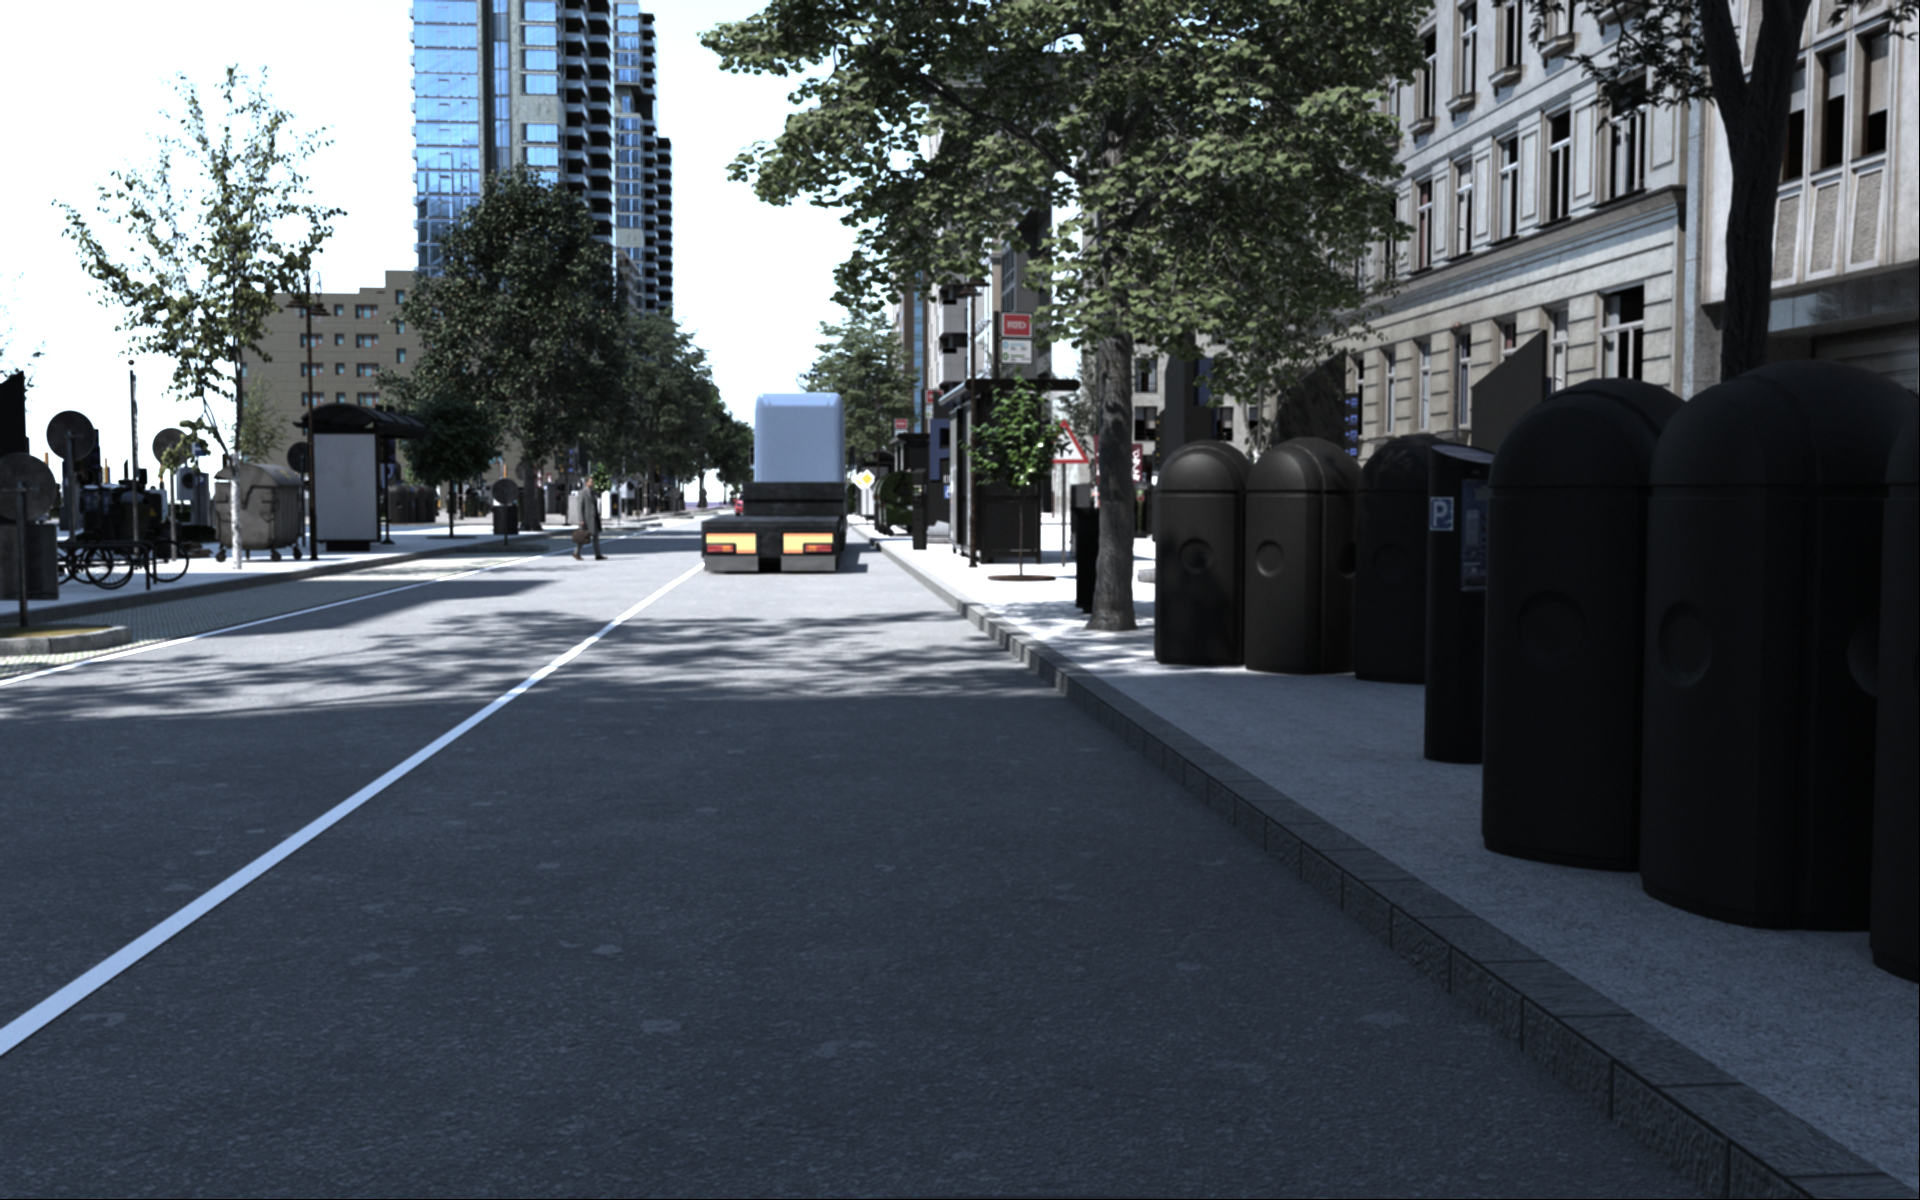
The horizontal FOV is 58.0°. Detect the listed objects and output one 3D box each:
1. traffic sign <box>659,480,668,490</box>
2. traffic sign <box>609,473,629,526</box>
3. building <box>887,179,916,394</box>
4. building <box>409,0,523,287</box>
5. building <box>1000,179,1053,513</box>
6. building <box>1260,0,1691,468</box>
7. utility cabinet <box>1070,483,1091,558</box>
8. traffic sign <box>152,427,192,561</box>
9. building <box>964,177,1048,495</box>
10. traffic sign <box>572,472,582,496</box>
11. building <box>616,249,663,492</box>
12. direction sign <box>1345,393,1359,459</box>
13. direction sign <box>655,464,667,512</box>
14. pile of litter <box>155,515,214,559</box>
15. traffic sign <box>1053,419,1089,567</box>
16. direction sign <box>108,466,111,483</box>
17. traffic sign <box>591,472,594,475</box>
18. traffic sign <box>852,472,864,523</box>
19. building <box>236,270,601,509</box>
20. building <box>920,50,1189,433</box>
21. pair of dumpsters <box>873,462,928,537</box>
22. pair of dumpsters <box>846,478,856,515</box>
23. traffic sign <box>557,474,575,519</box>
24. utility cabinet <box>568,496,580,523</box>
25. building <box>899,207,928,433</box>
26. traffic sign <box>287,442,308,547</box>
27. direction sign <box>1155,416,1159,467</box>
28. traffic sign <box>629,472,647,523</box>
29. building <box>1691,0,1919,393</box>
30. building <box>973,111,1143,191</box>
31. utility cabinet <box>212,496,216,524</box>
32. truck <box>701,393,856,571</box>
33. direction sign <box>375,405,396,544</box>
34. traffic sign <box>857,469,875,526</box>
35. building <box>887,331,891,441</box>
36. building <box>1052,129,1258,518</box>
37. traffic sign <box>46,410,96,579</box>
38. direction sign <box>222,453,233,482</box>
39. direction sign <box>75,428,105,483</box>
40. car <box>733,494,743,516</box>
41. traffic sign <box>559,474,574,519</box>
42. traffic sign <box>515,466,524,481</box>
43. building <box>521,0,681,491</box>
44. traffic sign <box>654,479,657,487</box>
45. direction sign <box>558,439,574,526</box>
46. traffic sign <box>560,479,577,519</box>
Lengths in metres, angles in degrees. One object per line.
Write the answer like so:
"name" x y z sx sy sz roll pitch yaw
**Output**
"traffic sign" -25.517 -9.114 149.116 0.768 2.556 0.104 0 4 -1
"traffic sign" -13.535 -3.979 68.693 0.795 2.450 0.064 0 4 -5
"building" 2.749 -42.515 284.362 28.713 52.752 27.495 0 4 -5
"building" -48.866 -53.770 191.814 22.319 86.520 31.000 0 4 -5
"building" 11.305 -18.347 119.042 14.314 24.678 30.058 0 4 -5
"building" 18.635 -12.950 45.014 16.112 22.955 30.059 0 4 -5
"utility cabinet" 2.394 -1.590 34.676 0.318 1.500 1.173 0 4 -1
"traffic sign" -15.036 -2.015 33.055 0.768 2.556 0.104 0 4 0
"building" 7.719 -21.892 143.838 13.634 28.700 20.117 0 4 -5
"traffic sign" -20.420 -5.541 91.787 0.795 2.450 0.064 0 4 -3
"building" -60.467 -34.432 254.843 32.217 40.220 23.993 0 4 -5
"direction sign" 8.536 -2.877 39.035 0.876 3.537 0.379 2 4 29
"direction sign" -21.574 -8.126 124.861 0.876 3.537 0.379 0 4 6
"pile of litter" -15.751 -1.296 35.161 1.176 0.858 1.719 0 3 0
"traffic sign" 1.811 -1.847 30.205 0.884 2.594 0.081 0 4 2
"direction sign" -69.864 -9.146 141.537 0.876 3.537 0.379 -1 4 -22
"traffic sign" -21.007 -6.052 98.950 0.884 2.594 0.081 0 4 4
"traffic sign" -4.432 -4.517 77.492 0.795 2.450 0.064 0 4 -5
"building" -49.385 -19.486 163.640 27.650 21.520 28.899 0 4 -5
"building" 10.514 -37.636 204.590 28.713 52.752 27.495 0 4 -5
"pair of dumpsters" -1.860 -3.159 54.151 1.574 2.255 4.437 0 4 -5
"pair of dumpsters" -6.534 -6.518 109.069 1.574 2.255 4.437 0 4 -5
"traffic sign" -18.133 -4.873 79.684 0.884 2.594 0.081 0 4 3
"utility cabinet" -16.718 -3.984 76.301 1.020 1.237 0.306 0 4 -6
"building" -2.038 -37.503 263.277 14.600 45.320 14.200 0 4 -5
"traffic sign" -16.036 -2.578 42.253 0.768 2.556 0.104 0 4 3
"direction sign" 6.062 -3.546 49.982 0.876 3.537 0.379 0 4 1
"traffic sign" -14.240 -4.465 76.647 0.795 2.450 0.064 0 4 -5
"building" 19.263 -12.344 19.848 12.078 24.808 19.932 0 4 -5
"building" 14.402 -29.819 179.426 32.217 40.220 23.993 0 4 -5
"utility cabinet" -31.952 -3.926 75.347 1.020 1.237 0.306 -2 4 -29
"truck" -3.932 -3.083 40.173 2.967 4.110 18.799 0 4 -3
"direction sign" -14.688 -3.201 44.339 0.379 3.537 0.876 1 4 12
"traffic sign" -3.727 -4.030 69.538 0.795 2.450 0.064 0 4 -5
"building" -6.010 -32.641 305.376 14.160 30.474 14.107 0 4 -5
"building" 14.120 -14.666 94.539 16.860 20.320 10.420 0 4 -5
"traffic sign" -13.460 -1.597 26.222 0.768 2.556 0.104 0 4 3
"direction sign" -40.849 -6.414 96.870 0.379 3.537 0.876 2 4 31
"direction sign" -30.132 -4.151 59.862 0.876 3.537 0.379 0 4 4
"car" -13.842 -6.418 113.973 2.155 1.783 4.494 0 4 -5
"traffic sign" -19.851 -5.340 87.407 0.768 2.556 0.104 0 4 1
"traffic sign" -17.017 -4.136 67.728 0.768 2.556 0.104 0 4 2
"building" -56.836 -59.306 282.316 22.319 86.520 31.000 0 4 -5
"traffic sign" -24.829 -8.527 139.522 0.768 2.556 0.104 0 4 -1
"direction sign" -15.718 -4.716 69.112 0.876 3.537 0.379 3 4 36
"traffic sign" -20.464 -5.536 90.525 0.884 2.594 0.081 0 4 3
